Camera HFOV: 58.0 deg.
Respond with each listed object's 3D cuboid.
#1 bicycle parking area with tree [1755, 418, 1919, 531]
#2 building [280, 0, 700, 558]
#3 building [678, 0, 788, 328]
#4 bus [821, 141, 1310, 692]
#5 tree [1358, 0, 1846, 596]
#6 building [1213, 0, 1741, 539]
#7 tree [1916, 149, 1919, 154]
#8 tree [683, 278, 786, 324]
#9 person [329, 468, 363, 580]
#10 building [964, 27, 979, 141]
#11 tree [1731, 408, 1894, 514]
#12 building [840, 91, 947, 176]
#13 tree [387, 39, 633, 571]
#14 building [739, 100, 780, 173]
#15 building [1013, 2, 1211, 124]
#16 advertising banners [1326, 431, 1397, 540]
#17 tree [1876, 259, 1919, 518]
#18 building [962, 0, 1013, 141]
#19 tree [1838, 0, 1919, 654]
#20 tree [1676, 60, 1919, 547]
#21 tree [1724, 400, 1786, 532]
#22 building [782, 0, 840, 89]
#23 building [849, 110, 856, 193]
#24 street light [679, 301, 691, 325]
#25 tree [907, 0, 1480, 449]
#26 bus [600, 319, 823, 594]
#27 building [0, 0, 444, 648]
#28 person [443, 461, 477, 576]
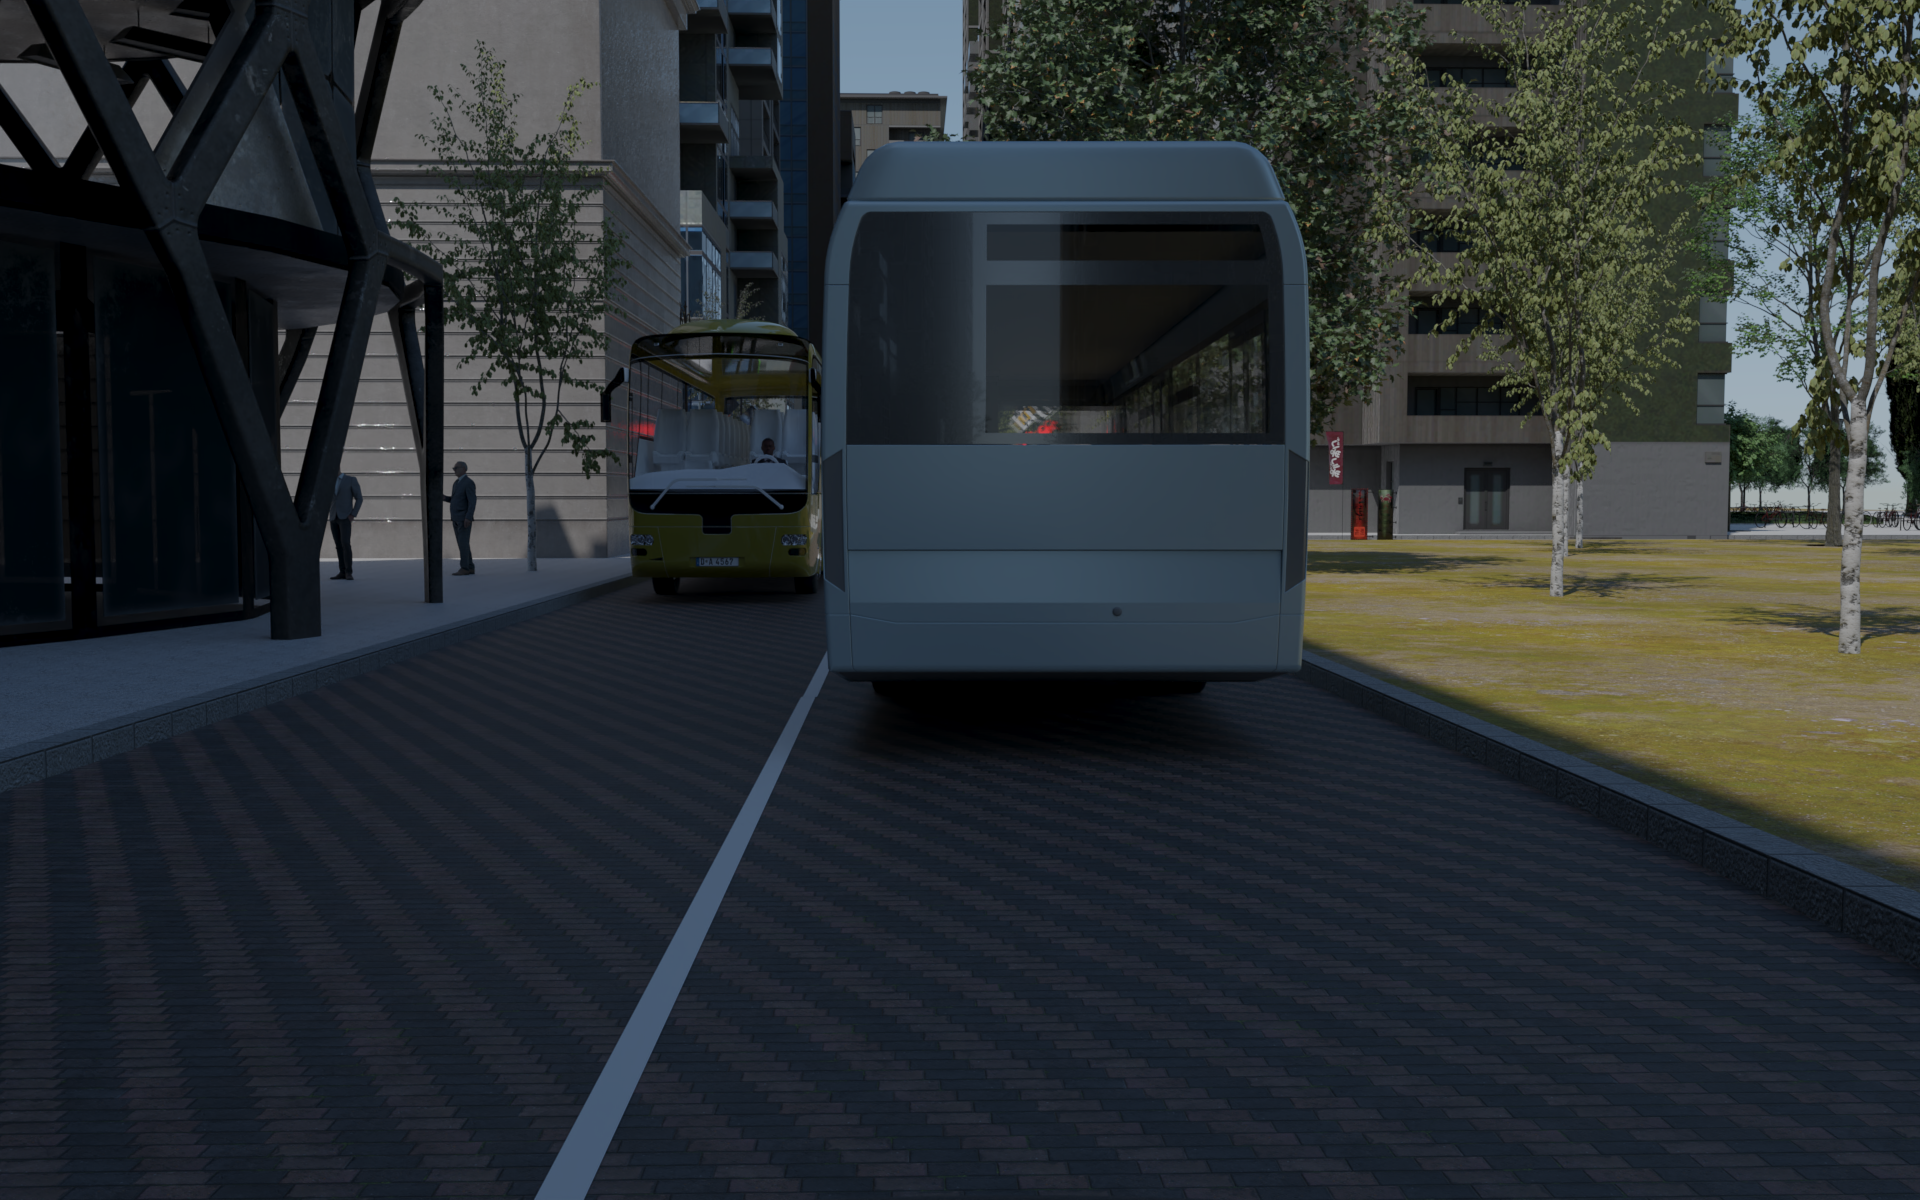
[{"bbox_3d":[34.840,-4.690,63.685,9.016,4.147,8.231,-1,4,-18],"label":"bicycle parking area with tree"},{"bbox_3d":[-18.773,-12.095,39.552,24.055,21.916,13.314,0,4,-2],"label":"building"},{"bbox_3d":[-18.345,-46.900,79.481,22.319,86.520,31.000,0,4,-2],"label":"building"},{"bbox_3d":[0.579,-1.274,15.682,2.948,3.499,13.247,0,4,0],"label":"bus"},{"bbox_3d":[7.268,-4.347,21.434,4.737,8.622,4.395,0,3,0],"label":"tree"},{"bbox_3d":[16.736,-17.608,59.596,14.107,30.474,14.160,0,4,-2],"label":"building"},{"bbox_3d":[18.489,-6.870,22.693,12.009,13.543,11.850,0,3,0],"label":"tree"},{"bbox_3d":[-7.826,-6.684,59.652,4.360,8.622,3.978,0,3,0],"label":"tree"},{"bbox_3d":[-9.279,-1.207,25.954,0.592,1.802,0.473,2,4,31],"label":"person"},{"bbox_3d":[11.739,-33.607,169.079,23.786,49.044,30.456,0,4,-2],"label":"building"},{"bbox_3d":[54.022,-9.186,113.093,11.467,7.101,20.602,0,4,-7],"label":"tree"},{"bbox_3d":[-13.526,-39.009,227.032,27.495,52.752,28.713,0,4,-2],"label":"building"},{"bbox_3d":[-7.145,-4.775,28.438,4.737,8.622,4.395,0,3,0],"label":"tree"},{"bbox_3d":[-21.530,-44.982,173.714,20.563,71.187,20.611,0,4,-2],"label":"building"},{"bbox_3d":[15.217,-23.972,83.831,32.217,40.220,23.993,0,4,-2],"label":"building"},{"bbox_3d":[11.166,-3.184,48.247,2.074,3.025,0.090,0,4,-7],"label":"advertising banners"},{"bbox_3d":[54.783,-11.674,92.688,13.155,14.587,18.604,0,4,0],"label":"tree"},{"bbox_3d":[8.577,-46.270,194.758,20.563,71.187,20.611,0,4,-2],"label":"building"},{"bbox_3d":[7.417,-3.877,13.750,4.737,8.622,4.395,0,3,0],"label":"tree"},{"bbox_3d":[21.224,-7.115,42.085,9.928,11.665,9.643,0,3,0],"label":"tree"},{"bbox_3d":[26.386,-4.637,59.526,4.285,4.588,4.351,0,3,0],"label":"tree"},{"bbox_3d":[-16.561,-29.725,136.116,14.600,45.320,14.200,0,4,-2],"label":"building"},{"bbox_3d":[-19.197,-33.529,198.312,14.200,45.320,14.600,0,4,-2],"label":"building"},{"bbox_3d":[-6.573,-4.209,41.613,0.468,5.910,1.993,0,4,-2],"label":"street light"},{"bbox_3d":[3.631,-6.849,28.987,9.611,12.733,9.660,0,3,0],"label":"tree"},{"bbox_3d":[-3.339,-2.237,28.124,2.896,3.916,12.252,0,4,-2],"label":"bus"},{"bbox_3d":[-13.898,-9.067,15.704,16.820,18.784,16.811,0,4,-2],"label":"building"},{"bbox_3d":[-7.955,-1.298,27.434,0.590,1.801,0.661,-3,5,-43],"label":"person"}]
